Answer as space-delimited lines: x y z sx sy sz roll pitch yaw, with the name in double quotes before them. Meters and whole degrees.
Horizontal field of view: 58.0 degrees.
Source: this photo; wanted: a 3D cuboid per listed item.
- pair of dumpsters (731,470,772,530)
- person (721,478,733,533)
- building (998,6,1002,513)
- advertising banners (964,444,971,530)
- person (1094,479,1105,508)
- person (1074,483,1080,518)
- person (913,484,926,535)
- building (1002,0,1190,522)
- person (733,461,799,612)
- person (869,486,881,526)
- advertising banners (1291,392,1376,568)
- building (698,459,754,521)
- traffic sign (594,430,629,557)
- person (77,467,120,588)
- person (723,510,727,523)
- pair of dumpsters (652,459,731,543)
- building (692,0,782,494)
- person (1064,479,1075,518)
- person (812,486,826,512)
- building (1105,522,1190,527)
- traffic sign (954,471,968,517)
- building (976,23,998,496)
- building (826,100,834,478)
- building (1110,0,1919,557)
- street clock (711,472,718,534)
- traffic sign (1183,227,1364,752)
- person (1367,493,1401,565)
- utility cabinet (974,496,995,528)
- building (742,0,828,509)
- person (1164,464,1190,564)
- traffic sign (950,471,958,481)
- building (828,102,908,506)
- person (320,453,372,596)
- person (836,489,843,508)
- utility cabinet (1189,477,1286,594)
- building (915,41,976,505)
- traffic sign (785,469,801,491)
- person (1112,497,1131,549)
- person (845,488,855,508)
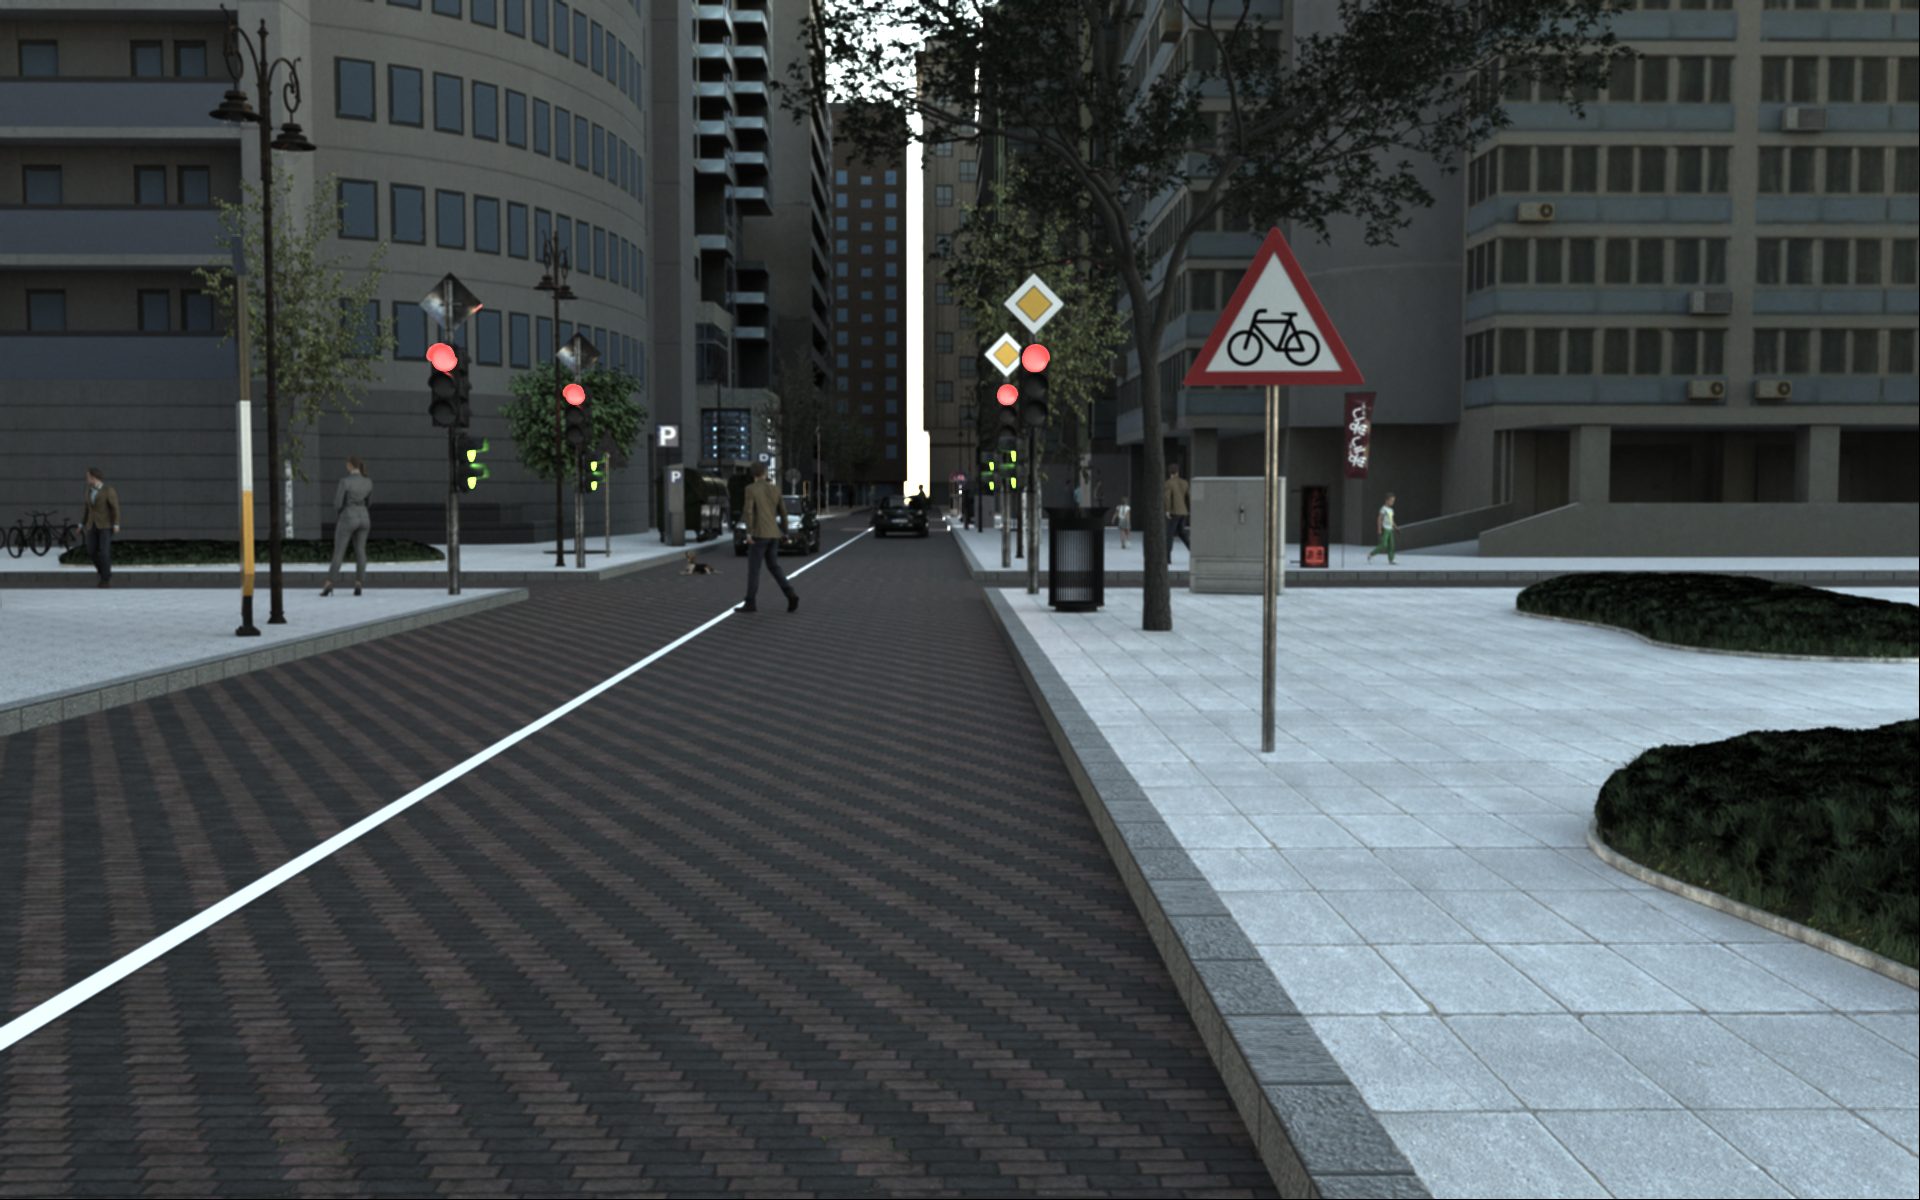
"pair of dumpsters" -7.654 -3.703 63.031 1.574 2.255 4.437 0 4 -1
"person" -7.825 -3.135 57.488 0.537 1.800 0.526 3 4 38
"building" 9.584 -26.703 120.180 14.154 41.232 14.086 0 4 -1
"advertising banners" 0.255 -4.023 61.963 0.090 3.025 2.074 0 4 -4
"person" 4.632 -3.129 57.548 0.374 1.781 0.599 1 4 21
"person" 5.801 -4.835 84.962 0.748 1.841 0.638 -2 4 -29
"person" -1.462 -3.220 61.319 0.590 1.801 0.661 0 4 2
"building" 9.232 -19.808 95.563 14.160 30.474 14.107 0 4 -1
"person" -2.347 -0.777 21.107 0.836 1.842 0.656 1 4 14
"person" -3.800 -4.203 77.389 0.590 1.801 0.661 -2 4 -25
"advertising banners" 6.131 -2.070 30.033 2.074 3.025 0.090 1 4 14
"building" -27.168 -24.258 88.499 32.217 40.220 23.993 0 4 -1
"traffic sign" -7.161 -2.150 35.156 0.884 2.594 0.081 0 4 7
"person" -13.175 -1.106 26.495 0.656 1.842 0.836 -1 4 -16
"person" -10.552 -4.280 76.127 0.694 1.812 0.767 -2 4 -34
"pair of dumpsters" -7.372 -2.735 47.208 1.574 2.255 4.437 0 4 -1
"building" -23.192 -49.288 118.524 22.319 86.520 31.000 0 4 -1
"person" 3.966 -3.445 62.464 0.767 1.812 0.694 0 4 -5
"person" -9.984 -7.131 122.612 1.348 1.826 0.705 3 4 37
"building" 11.987 -18.461 73.540 14.160 30.474 14.107 0 4 -1
"traffic sign" 0.048 -5.899 96.559 0.768 2.556 0.104 0 4 0
"building" 12.454 -33.241 167.199 21.300 48.544 21.600 0 4 -1
"building" -19.614 -29.773 170.380 14.086 41.232 14.154 0 4 -1
"building" 17.210 -21.904 50.005 23.993 40.220 32.217 0 4 -1
"street clock" -7.939 -3.151 56.091 0.358 2.002 0.471 -2 4 -34
"traffic sign" 1.534 -0.523 8.549 0.884 2.594 0.081 0 4 1
"person" 7.735 -1.301 31.566 0.590 1.304 0.306 2 4 24
"utility cabinet" 0.941 -3.372 66.296 0.306 1.237 1.020 2 4 34
"building" -22.487 -31.942 145.950 21.300 48.544 21.600 0 4 -1
"person" 4.012 -1.577 31.744 0.836 1.842 0.656 1 4 22
"traffic sign" -0.166 -5.937 97.171 0.768 2.556 0.104 1 4 9
"building" -13.114 -33.506 197.931 14.200 45.320 14.600 0 4 -1
"person" -7.743 -0.950 21.852 0.573 1.790 0.520 1 4 21
"person" -11.255 -9.440 161.322 0.756 1.711 0.436 -1 4 -22
"utility cabinet" 3.556 -0.829 22.228 1.173 1.500 0.318 1 4 22
"building" 8.518 -37.722 205.990 27.495 52.752 28.713 0 4 -1
"traffic sign" -8.336 -5.285 86.509 0.768 2.556 0.104 0 4 1
"person" 3.794 -1.808 40.619 0.505 1.210 0.382 1 4 21
"person" -9.971 -9.284 157.466 1.348 1.869 0.705 3 5 44
